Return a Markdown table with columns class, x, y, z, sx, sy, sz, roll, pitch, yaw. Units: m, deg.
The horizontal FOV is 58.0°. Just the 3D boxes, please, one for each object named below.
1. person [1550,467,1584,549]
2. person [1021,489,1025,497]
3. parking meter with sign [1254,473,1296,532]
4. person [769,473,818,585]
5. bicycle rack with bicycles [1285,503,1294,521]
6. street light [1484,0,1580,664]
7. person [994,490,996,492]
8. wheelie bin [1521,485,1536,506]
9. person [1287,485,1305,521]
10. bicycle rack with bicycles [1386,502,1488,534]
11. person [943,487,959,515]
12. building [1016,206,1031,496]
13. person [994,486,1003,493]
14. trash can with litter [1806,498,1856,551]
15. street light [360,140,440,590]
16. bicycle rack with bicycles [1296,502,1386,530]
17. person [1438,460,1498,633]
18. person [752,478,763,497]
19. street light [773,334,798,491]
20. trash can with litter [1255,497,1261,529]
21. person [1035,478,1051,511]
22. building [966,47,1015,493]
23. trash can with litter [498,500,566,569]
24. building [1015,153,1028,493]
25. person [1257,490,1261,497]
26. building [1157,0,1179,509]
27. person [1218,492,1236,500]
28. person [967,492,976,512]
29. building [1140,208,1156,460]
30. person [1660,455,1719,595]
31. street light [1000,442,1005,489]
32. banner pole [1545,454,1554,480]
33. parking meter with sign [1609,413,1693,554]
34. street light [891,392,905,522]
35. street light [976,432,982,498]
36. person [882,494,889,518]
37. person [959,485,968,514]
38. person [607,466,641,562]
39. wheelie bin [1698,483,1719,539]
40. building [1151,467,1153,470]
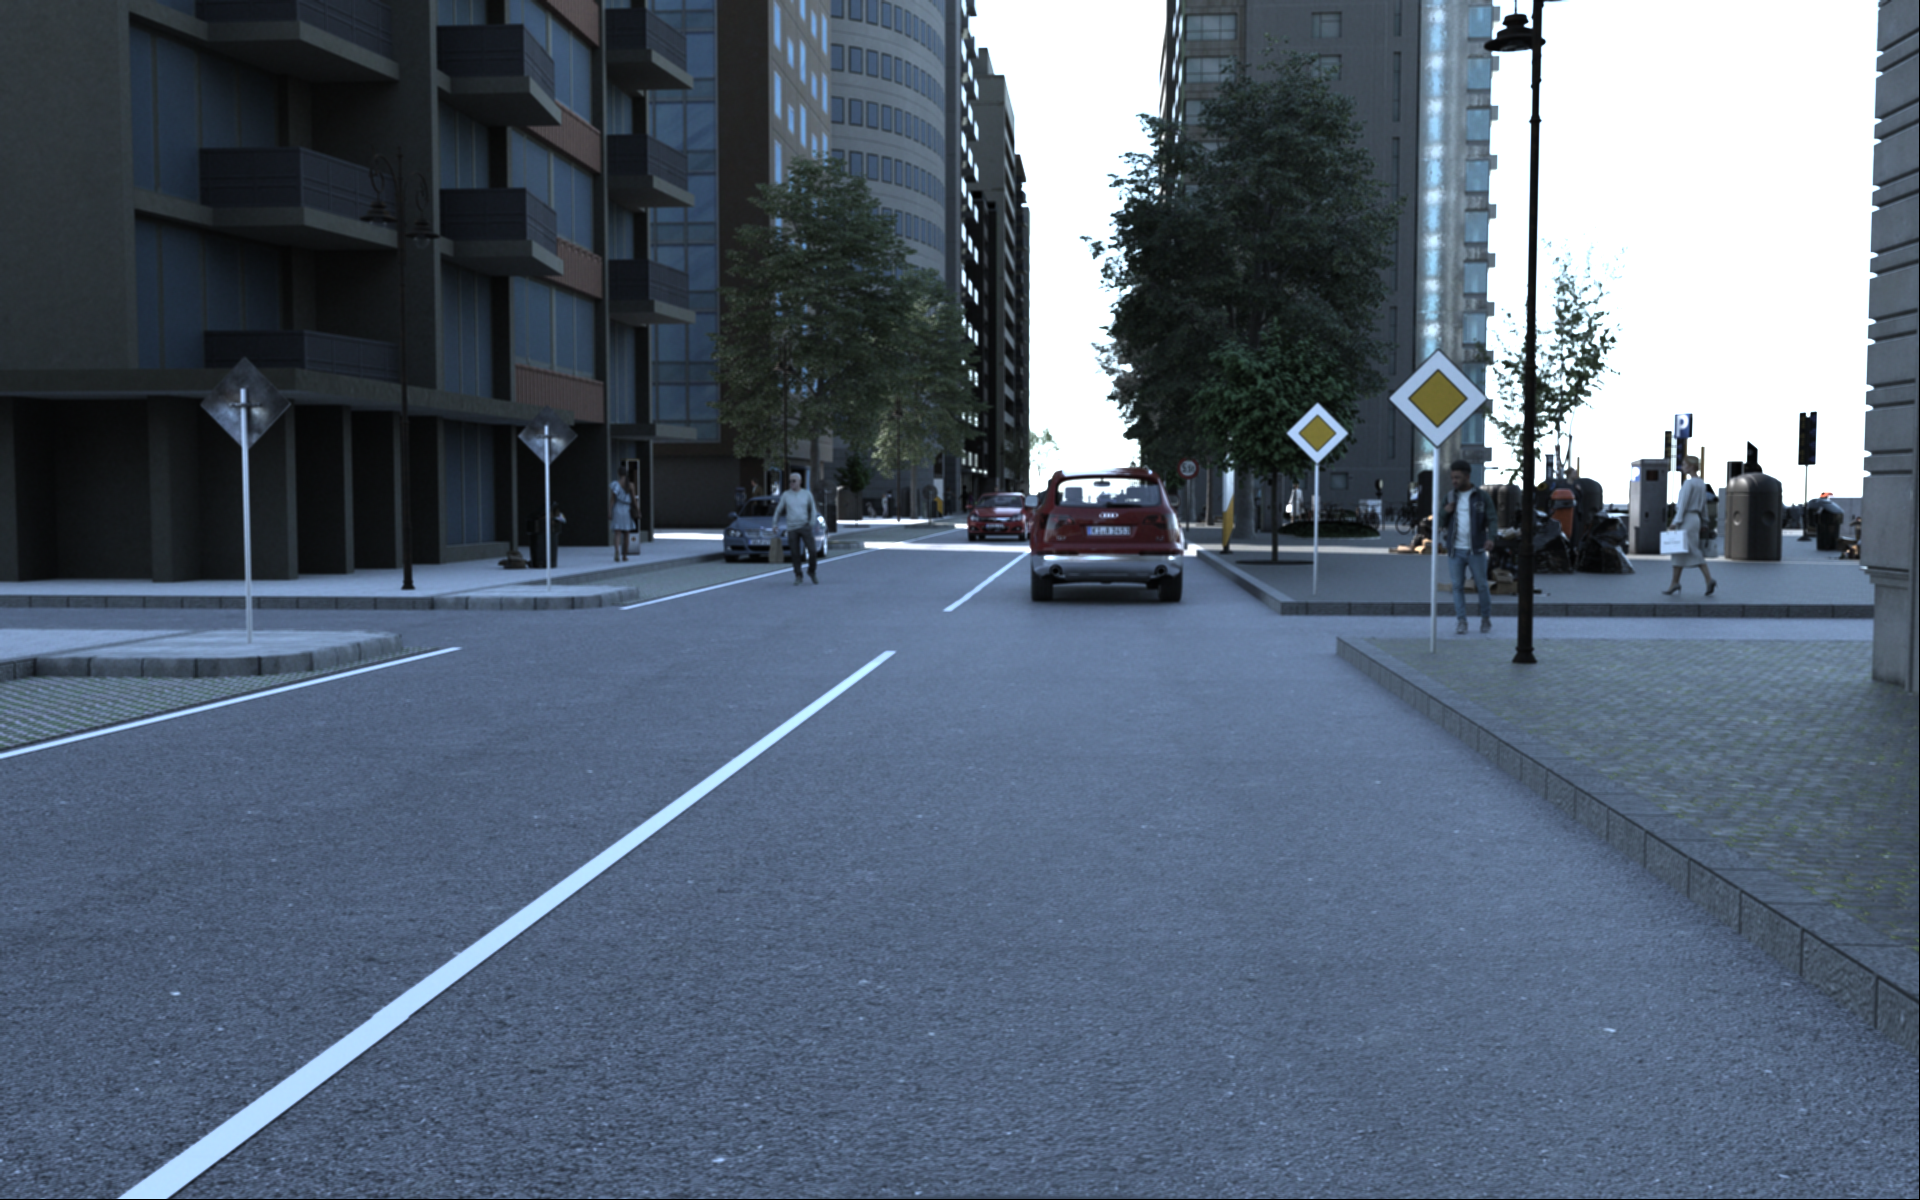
| class | x | y | z | sx | sy | sz | roll | pitch | yaw |
| --- | --- | --- | --- | --- | --- | --- | --- | --- | --- |
| person | 11.029 | -1.532 | 31.510 | 0.576 | 1.772 | 0.534 | -3 | 5 | -41 |
| person | 4.196 | -6.403 | 113.910 | 0.721 | 1.735 | 1.217 | 0 | 4 | 5 |
| parking meter with sign | 10.439 | -3.779 | 58.044 | 1.738 | 3.016 | 0.543 | -1 | 4 | -9 |
| person | -2.641 | -1.126 | 27.399 | 0.782 | 1.767 | 0.515 | 0 | 4 | -2 |
| bicycle rack with bicycles | 16.276 | -4.107 | 80.538 | 2.852 | 0.926 | 2.925 | 1 | 4 | 11 |
| street light | 4.301 | -2.460 | 13.016 | 0.468 | 5.910 | 1.993 | 0 | 4 | 5 |
| person | 2.964 | -8.615 | 147.685 | 0.721 | 1.735 | 1.217 | 2 | 4 | 24 |
| wheelie bin | 19.003 | -3.033 | 57.492 | 0.693 | 1.594 | 0.980 | 0 | 4 | 5 |
| person | 14.161 | -4.073 | 72.990 | 0.694 | 1.780 | 0.624 | -1 | 4 | -11 |
| bicycle rack with bicycles | 15.704 | -2.543 | 54.954 | 2.852 | 0.926 | 2.925 | -2 | 4 | -34 |
| person | -0.692 | -6.184 | 107.868 | 1.217 | 1.735 | 0.721 | -1 | 4 | -13 |
| building | 2.442 | -34.015 | 239.737 | 14.154 | 41.232 | 14.086 | 0 | 4 | 5 |
| person | 1.939 | -4.722 | 85.508 | 0.655 | 1.846 | 0.447 | 0 | 4 | 4 |
| trash can with litter | 19.868 | -1.699 | 39.158 | 0.624 | 1.170 | 1.055 | -1 | 4 | -23 |
| street light | -7.421 | -3.078 | 23.112 | 0.468 | 5.910 | 1.993 | 0 | 4 | 5 |
| bicycle rack with bicycles | 13.941 | -2.925 | 61.208 | 2.925 | 0.926 | 2.852 | -3 | 5 | -45 |
| person | 5.241 | -0.555 | 17.920 | 0.623 | 1.781 | 0.721 | 1 | 4 | 19 |
| person | -6.986 | -3.279 | 59.568 | 0.656 | 1.842 | 0.836 | 1 | 4 | 21 |
| street light | -5.061 | -4.738 | 50.255 | 0.468 | 5.910 | 1.993 | 0 | 4 | 5 |
| trash can with litter | 10.679 | -3.122 | 62.434 | 0.624 | 1.170 | 1.055 | 2 | 4 | 25 |
| person | 1.980 | -1.794 | 38.226 | 0.661 | 1.777 | 0.834 | 0 | 4 | -1 |
| building | -5.055 | -34.832 | 193.199 | 21.300 | 48.544 | 21.600 | 0 | 4 | 5 |
| trash can with litter | -7.368 | -1.126 | 29.800 | 1.055 | 1.170 | 0.624 | -3 | 4 | -39 |
| building | -2.877 | -34.492 | 218.567 | 22.147 | 44.769 | 28.867 | 0 | 4 | 5 |
| person | 16.418 | -5.393 | 94.243 | 0.660 | 1.820 | 0.620 | 3 | 5 | 41 |
| building | 29.175 | -32.749 | 159.155 | 21.300 | 48.544 | 21.600 | 0 | 4 | 5 |
| person | 15.742 | -5.883 | 102.212 | 0.705 | 1.826 | 1.348 | -3 | 5 | -43 |
| person | 0.801 | -6.852 | 121.302 | 0.599 | 1.433 | 0.991 | -3 | 5 | -39 |
| building | 32.788 | -34.480 | 247.349 | 14.154 | 41.232 | 14.086 | 0 | 4 | 5 |
| person | 9.300 | -0.956 | 22.027 | 0.694 | 1.780 | 0.624 | -2 | 4 | -27 |
| street light | 3.764 | -11.090 | 154.109 | 0.468 | 5.910 | 1.993 | 0 | 4 | 5 |
| banner pole | 32.227 | -6.372 | 94.199 | 0.863 | 3.779 | 0.401 | 2 | 4 | 25 |
| parking meter with sign | 14.738 | -2.498 | 37.099 | 1.738 | 3.016 | 0.543 | -1 | 4 | -13 |
| street light | -2.788 | -6.472 | 78.603 | 0.468 | 5.910 | 1.993 | 0 | 4 | 5 |
| street light | 1.420 | -9.446 | 127.227 | 0.468 | 5.910 | 1.993 | 0 | 4 | 5 |
| person | -3.923 | -4.962 | 91.447 | 0.394 | 1.301 | 0.425 | 1 | 4 | 18 |
| person | 0.276 | -6.639 | 114.215 | 0.705 | 1.869 | 1.348 | 1 | 4 | 23 |
| person | -6.365 | -1.633 | 32.836 | 0.616 | 1.811 | 0.778 | 0 | 4 | -2 |
| wheelie bin | 21.207 | -2.543 | 49.494 | 0.693 | 1.594 | 0.980 | -1 | 4 | -18 |
| building | 33.145 | -54.229 | 199.320 | 22.319 | 86.520 | 31.000 | 0 | 4 | 5 |
